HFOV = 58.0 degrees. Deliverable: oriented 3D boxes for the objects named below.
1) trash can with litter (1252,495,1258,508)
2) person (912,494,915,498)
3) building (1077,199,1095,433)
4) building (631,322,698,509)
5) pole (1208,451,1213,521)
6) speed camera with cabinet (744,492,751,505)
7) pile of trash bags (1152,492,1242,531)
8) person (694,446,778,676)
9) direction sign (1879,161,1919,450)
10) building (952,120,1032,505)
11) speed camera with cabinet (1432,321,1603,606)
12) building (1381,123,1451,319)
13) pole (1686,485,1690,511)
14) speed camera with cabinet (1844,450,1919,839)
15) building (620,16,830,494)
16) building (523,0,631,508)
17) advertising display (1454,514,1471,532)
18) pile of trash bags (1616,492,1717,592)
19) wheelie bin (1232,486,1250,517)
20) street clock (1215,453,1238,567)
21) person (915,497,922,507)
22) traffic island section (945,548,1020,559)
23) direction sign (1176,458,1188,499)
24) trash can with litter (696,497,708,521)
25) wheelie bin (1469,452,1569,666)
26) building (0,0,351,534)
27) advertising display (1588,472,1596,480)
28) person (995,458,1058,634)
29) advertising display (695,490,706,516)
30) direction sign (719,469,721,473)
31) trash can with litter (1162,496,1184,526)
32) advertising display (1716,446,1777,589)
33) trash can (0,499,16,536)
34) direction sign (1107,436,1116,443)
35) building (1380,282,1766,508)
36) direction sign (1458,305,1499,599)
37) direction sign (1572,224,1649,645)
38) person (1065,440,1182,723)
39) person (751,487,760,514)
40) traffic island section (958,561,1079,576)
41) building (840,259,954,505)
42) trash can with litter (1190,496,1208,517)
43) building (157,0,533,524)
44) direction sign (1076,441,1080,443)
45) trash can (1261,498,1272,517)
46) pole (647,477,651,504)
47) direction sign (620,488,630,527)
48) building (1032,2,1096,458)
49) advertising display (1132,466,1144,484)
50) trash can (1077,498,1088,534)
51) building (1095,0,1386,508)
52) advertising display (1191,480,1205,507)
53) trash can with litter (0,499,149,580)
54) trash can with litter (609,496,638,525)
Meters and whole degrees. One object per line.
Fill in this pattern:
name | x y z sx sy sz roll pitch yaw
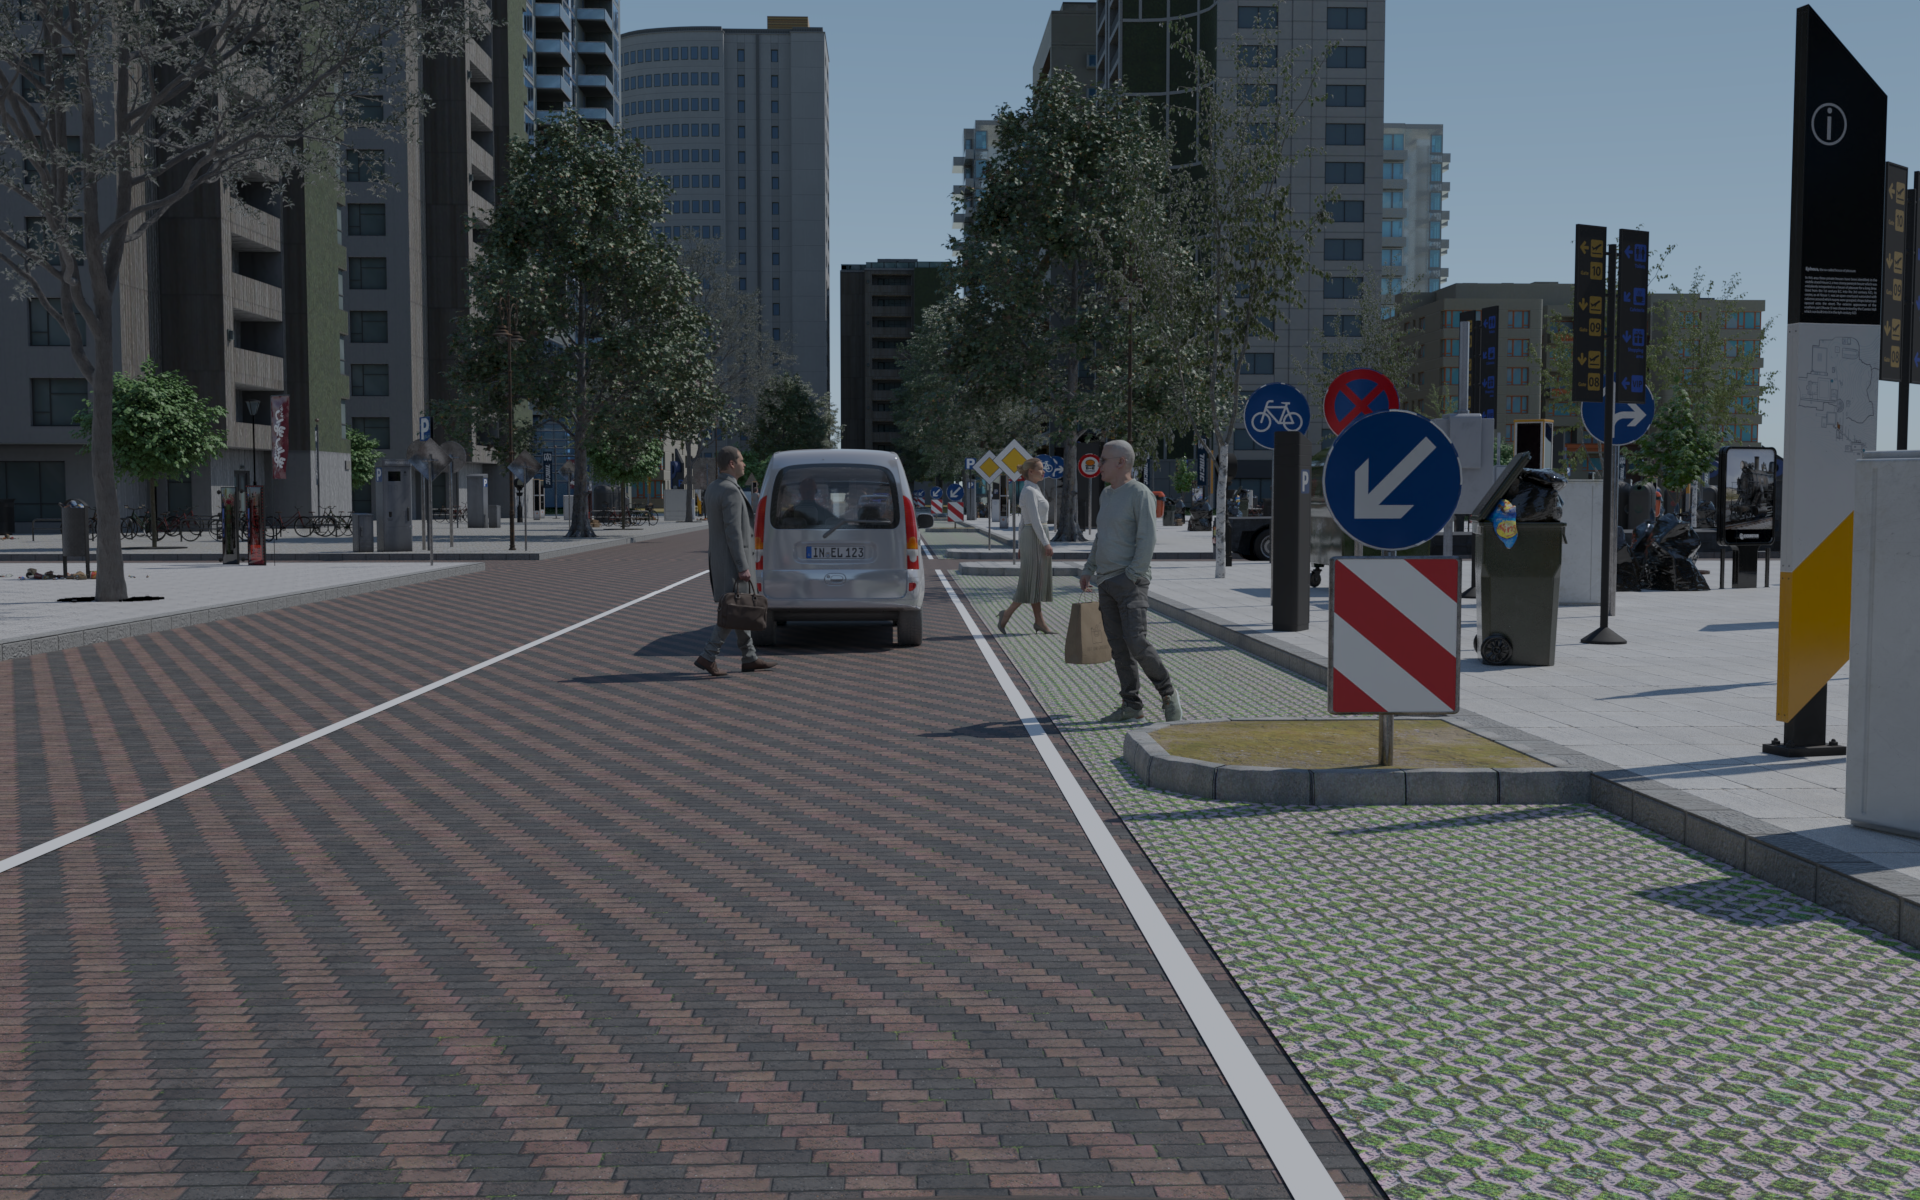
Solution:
trash can with litter | 16.367 -5.334 98.266 2.233 1.210 1.678 3 5 43
person | -4.754 -10.210 176.903 0.415 1.643 0.593 0 4 -5
building | 16.538 -23.214 151.244 14.160 30.474 14.107 0 4 -2
building | -40.946 -19.547 164.635 28.899 21.520 27.650 0 4 -2
pole | 11.740 -5.336 81.094 0.158 3.312 0.155 0 3 0
speed camera with cabinet | -14.620 -7.295 113.606 0.660 3.252 2.038 3 5 40
pile of trash bags | 8.222 -3.087 60.229 3.447 1.369 1.912 1 4 19
person | -1.783 -0.317 13.780 0.767 1.812 0.694 -2 4 -25
direction sign | 6.622 -1.233 12.165 0.876 3.537 0.379 -3 5 -41
building | 14.187 -36.761 220.647 30.456 49.044 23.786 0 4 -2
speed camera with cabinet | 6.483 -1.577 20.113 2.038 3.252 0.660 0 4 2
building | 45.796 -36.845 222.017 30.456 49.044 23.786 0 4 -2
pole | 35.426 -5.529 84.250 0.158 3.312 0.155 0 3 0
speed camera with cabinet | 4.444 -0.759 6.753 2.038 3.252 0.660 -2 4 -24
building | -30.504 -41.305 217.329 28.212 58.520 21.231 0 4 -2
building | -36.130 -49.803 126.958 22.319 86.520 31.000 0 4 -2
advertising display | 15.951 -3.064 55.315 0.974 1.923 0.123 -2 4 -30
pile of trash bags | 9.149 -0.891 24.319 1.912 1.369 3.447 0 4 6
wheelie bin | 10.837 -3.605 66.850 0.693 1.594 0.980 0 4 6
street clock | 4.695 -1.593 30.620 0.358 2.002 0.471 -1 4 -17
person | -4.453 -10.319 177.941 1.217 1.743 0.721 0 4 0
traffic island section | 0.691 -1.047 39.402 2.009 0.180 2.903 0 4 -2
direction sign | 13.911 -7.131 108.592 0.876 3.537 0.379 -1 4 -23
trash can with litter | -12.227 -4.462 84.007 1.678 1.210 2.233 0 4 -5
wheelie bin | 4.248 -0.322 13.165 0.693 1.594 0.980 1 4 12
building | -30.925 -17.685 60.855 14.160 30.474 14.107 0 4 -2
advertising display | 18.713 -2.821 51.341 0.123 1.923 0.974 2 4 25
person | 0.677 -0.540 17.557 0.641 1.798 0.478 1 4 11
advertising display | -15.089 -5.837 100.653 0.123 1.923 0.974 -3 5 -44
direction sign | -13.190 -6.339 95.634 0.379 3.537 0.876 -1 4 -18
trash can with litter | 8.443 -3.537 69.212 1.055 1.170 0.624 -3 5 -42
advertising display | 10.697 -1.122 23.565 0.974 1.923 0.123 -2 4 -25
trash can | -29.682 -2.575 53.748 0.748 1.137 0.748 0 3 0
direction sign | 5.185 -3.970 56.900 0.876 3.537 0.379 3 5 43
building | 56.573 -19.724 167.528 28.899 21.520 27.650 0 4 -2
direction sign | 6.347 -1.792 21.290 0.379 3.537 0.876 -1 4 -13
direction sign | 5.544 -1.395 14.812 0.876 3.537 0.379 -2 4 -29
person | 1.015 -0.116 10.880 0.515 1.767 0.782 -2 4 -29
person | -9.980 -4.711 85.891 0.716 1.782 0.532 2 4 33
traffic island section | 1.003 -0.559 31.423 2.009 0.180 2.903 0 4 -2
building | -7.892 -27.152 215.628 14.107 30.474 14.160 0 4 -2
trash can with litter | 12.668 -4.870 91.005 1.055 1.170 0.624 -1 4 -12
building | -30.548 -19.389 88.713 14.160 30.474 14.107 0 4 -2
direction sign | 4.612 -4.821 70.822 0.876 3.537 0.379 3 5 40
trash can | 10.293 -2.775 57.031 0.748 1.137 0.748 0 3 0
pole | -19.393 -6.984 108.024 0.158 3.312 0.155 0 3 0
direction sign | -12.954 -4.577 66.835 0.379 3.537 0.876 -2 4 -26
building | 18.506 -33.350 168.971 21.300 48.544 21.600 0 4 -2
advertising display | 3.953 -2.108 39.686 0.123 1.923 0.974 -1 4 -19
trash can | 3.788 -2.737 56.398 0.748 1.137 0.748 0 3 0
building | 19.590 -42.474 132.699 20.563 71.187 20.611 0 4 -2
advertising display | 10.834 -4.501 78.805 0.123 1.923 0.974 -2 4 -24
trash can with litter | -13.683 -0.942 26.452 2.233 1.210 1.678 2 4 25
trash can with litter | -14.458 -3.821 73.536 1.678 1.210 2.233 1 4 16
